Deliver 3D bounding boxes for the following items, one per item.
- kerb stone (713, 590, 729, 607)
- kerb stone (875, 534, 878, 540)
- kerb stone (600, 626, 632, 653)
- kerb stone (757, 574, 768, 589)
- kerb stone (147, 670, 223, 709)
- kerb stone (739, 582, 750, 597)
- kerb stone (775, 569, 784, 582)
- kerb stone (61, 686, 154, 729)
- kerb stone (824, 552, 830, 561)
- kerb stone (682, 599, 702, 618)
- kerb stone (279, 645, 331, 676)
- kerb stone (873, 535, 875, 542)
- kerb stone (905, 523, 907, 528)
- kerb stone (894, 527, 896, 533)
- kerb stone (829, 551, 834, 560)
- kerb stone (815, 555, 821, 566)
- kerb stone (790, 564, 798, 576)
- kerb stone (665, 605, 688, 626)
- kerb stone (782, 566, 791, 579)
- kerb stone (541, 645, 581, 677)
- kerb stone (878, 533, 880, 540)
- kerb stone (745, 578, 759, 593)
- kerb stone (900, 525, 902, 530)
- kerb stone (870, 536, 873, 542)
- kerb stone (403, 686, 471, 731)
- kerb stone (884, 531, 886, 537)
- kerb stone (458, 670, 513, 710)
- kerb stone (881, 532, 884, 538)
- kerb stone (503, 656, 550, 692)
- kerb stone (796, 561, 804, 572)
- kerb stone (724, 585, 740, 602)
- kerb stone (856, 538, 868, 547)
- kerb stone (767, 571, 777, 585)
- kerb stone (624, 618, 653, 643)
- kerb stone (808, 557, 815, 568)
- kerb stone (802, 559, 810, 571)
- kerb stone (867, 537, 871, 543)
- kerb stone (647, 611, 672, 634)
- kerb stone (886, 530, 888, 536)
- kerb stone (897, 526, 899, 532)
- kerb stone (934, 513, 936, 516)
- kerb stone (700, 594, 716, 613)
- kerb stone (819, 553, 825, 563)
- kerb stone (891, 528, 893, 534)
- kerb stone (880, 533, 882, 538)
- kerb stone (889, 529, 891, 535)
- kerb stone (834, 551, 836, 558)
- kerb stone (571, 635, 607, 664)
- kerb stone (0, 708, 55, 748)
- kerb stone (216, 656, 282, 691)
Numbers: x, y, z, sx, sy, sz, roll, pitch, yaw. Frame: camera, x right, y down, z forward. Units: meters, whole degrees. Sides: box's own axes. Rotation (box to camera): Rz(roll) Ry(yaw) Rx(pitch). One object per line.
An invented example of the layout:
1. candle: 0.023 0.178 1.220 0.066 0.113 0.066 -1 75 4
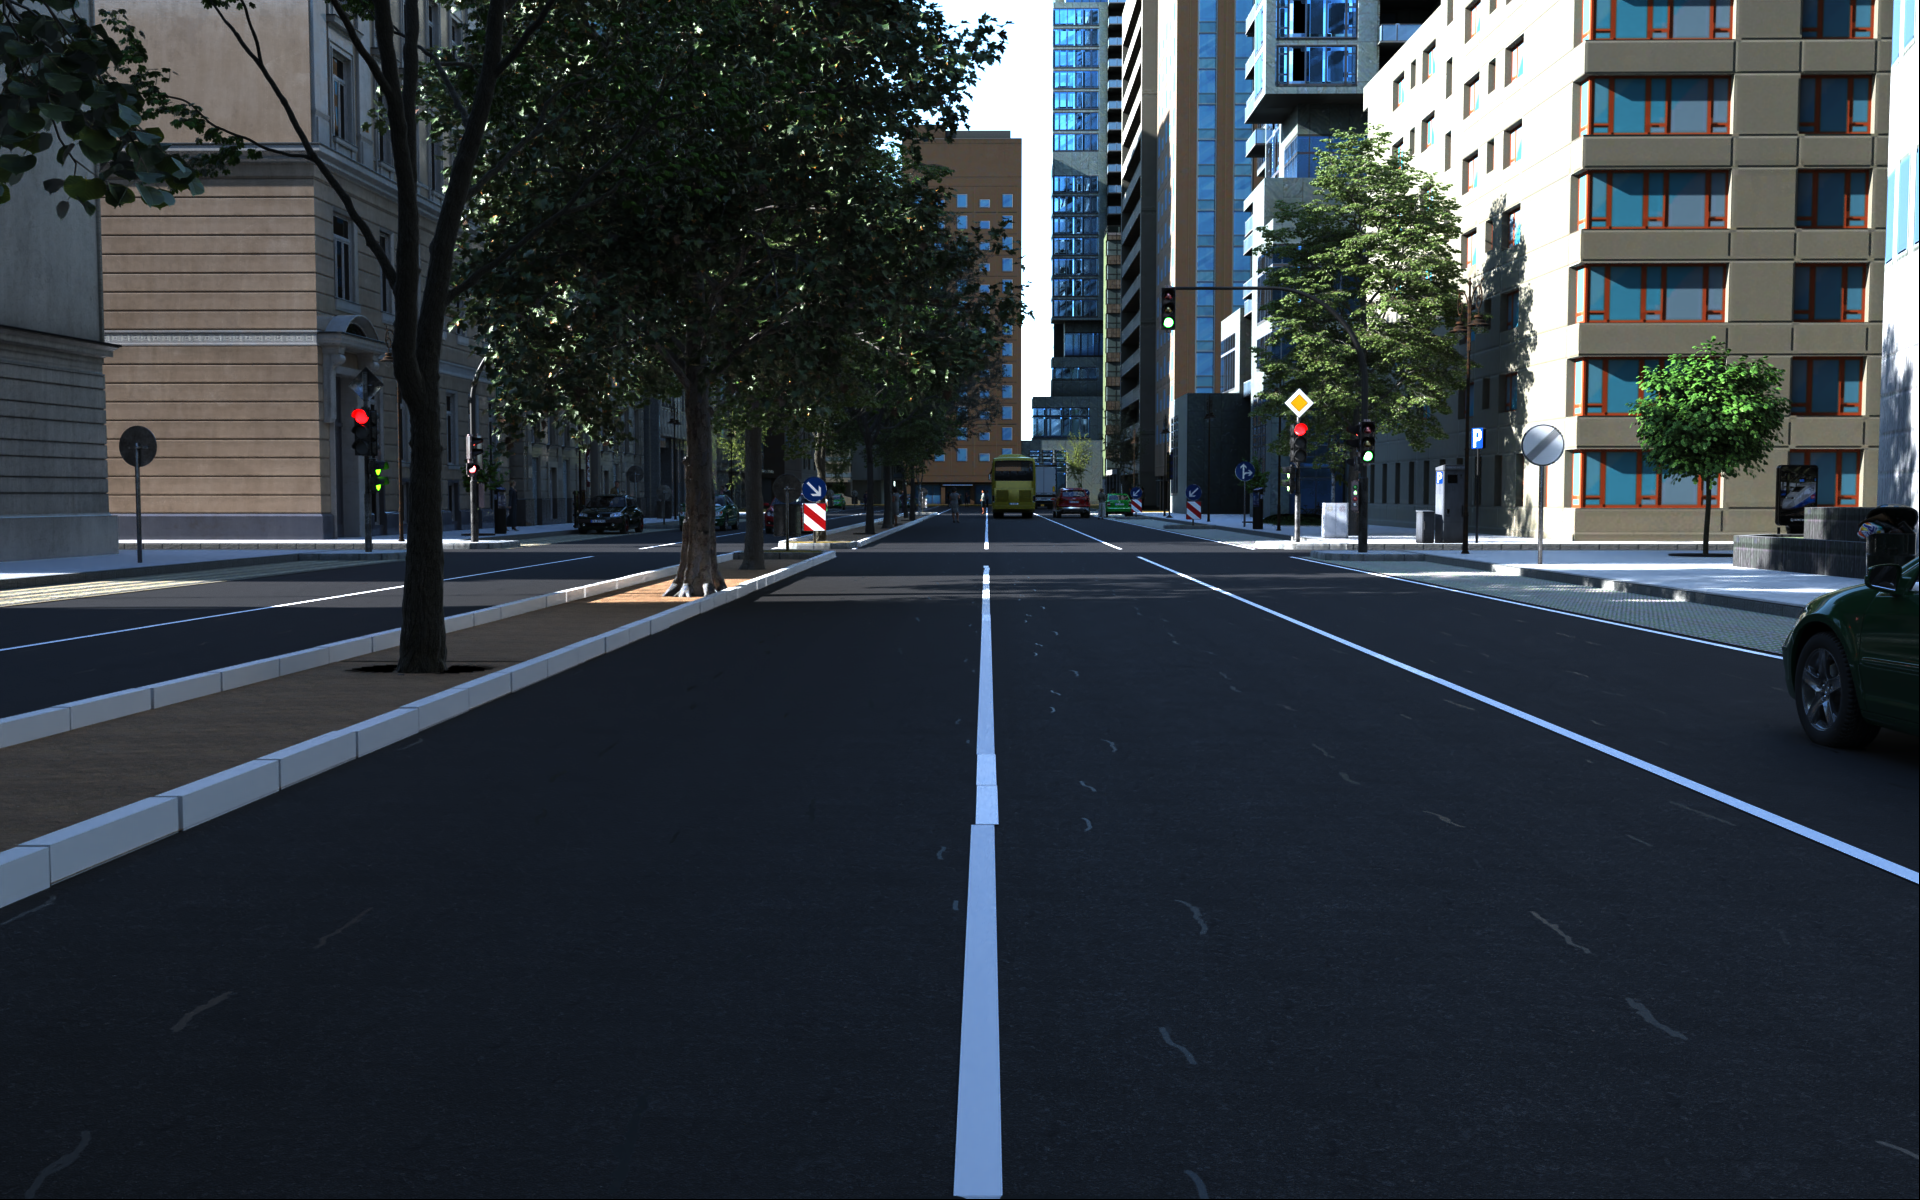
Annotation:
1. kerb stone: -3.132 0.001 22.204 0.120 0.150 1.000 0 4 1
2. kerb stone: -2.658 -1.852 52.481 0.120 0.150 1.000 0 4 1
3. kerb stone: -3.229 0.378 16.057 0.120 0.150 1.000 0 4 1
4. kerb stone: -3.071 -0.251 26.300 0.120 0.150 1.000 0 4 1
5. kerb stone: -5.392 0.627 11.974 0.120 0.150 1.000 0 4 1
6. kerb stone: -3.098 -0.113 24.249 0.120 0.150 1.000 0 4 1
7. kerb stone: -3.034 -0.371 28.344 0.120 0.150 1.000 0 4 1
8. kerb stone: -5.414 0.688 10.944 0.120 0.150 1.000 0 4 1
9. kerb stone: -2.910 -0.879 36.566 0.120 0.150 1.000 0 4 1
10. kerb stone: -3.174 0.125 20.151 0.120 0.150 1.000 0 4 1
11. kerb stone: -5.359 0.503 14.019 0.120 0.150 1.000 0 4 1
12. kerb stone: -2.684 -1.786 51.454 0.120 0.150 1.000 0 4 1
13. kerb stone: -2.374 -2.982 70.947 0.120 0.150 1.000 0 4 1
14. kerb stone: -2.495 -2.480 62.741 0.120 0.150 1.000 0 4 1
15. kerb stone: -2.895 -0.942 37.592 0.120 0.150 1.000 0 4 1
16. kerb stone: -2.938 -0.753 34.521 0.120 0.150 1.000 0 4 1
17. kerb stone: -3.006 -0.495 30.405 0.120 0.150 1.000 0 4 1
18. kerb stone: -3.184 0.188 19.126 0.120 0.150 1.000 0 4 1
19. kerb stone: -3.020 -0.439 29.369 0.120 0.150 1.000 0 4 1
20. kerb stone: -3.264 0.502 14.002 0.120 0.150 1.000 0 4 1
21. kerb stone: -2.647 -1.913 53.510 0.120 0.150 1.000 0 4 1
22. kerb stone: -3.091 -0.188 25.270 0.120 0.150 1.000 0 4 1
23. kerb stone: -2.437 -2.728 66.843 0.120 0.150 1.000 0 4 1
24. kerb stone: -2.699 -1.725 50.428 0.120 0.150 1.000 0 4 1
25. kerb stone: -3.310 0.689 10.930 0.120 0.150 1.000 0 4 1
26. kerb stone: -2.595 -2.101 56.586 0.120 0.150 1.000 0 4 1
27. kerb stone: -3.299 0.626 11.956 0.120 0.150 1.000 0 4 1
28. kerb stone: -2.619 -2.041 55.561 0.120 0.150 1.000 0 4 1
29. kerb stone: -3.279 0.564 12.979 0.120 0.150 1.000 0 4 1
30. kerb stone: -2.990 -0.565 31.431 0.120 0.150 1.000 0 4 1
31. kerb stone: -3.113 -0.063 23.226 0.120 0.150 1.000 0 4 1
32. kerb stone: -2.727 -1.600 48.376 0.120 0.150 1.000 0 4 1
33. kerb stone: -3.050 -0.314 27.322 0.120 0.150 1.000 0 4 1
34. kerb stone: -3.214 0.313 17.081 0.120 0.150 1.000 0 4 1
35. kerb stone: -2.958 -0.690 33.482 0.120 0.150 1.000 0 4 1
36. kerb stone: -2.972 -0.622 32.453 0.120 0.150 1.000 0 4 1
37. kerb stone: -2.709 -1.664 49.398 0.120 0.150 1.000 0 4 1
38. kerb stone: -3.190 0.250 18.104 0.120 0.150 1.000 0 4 1
39. kerb stone: -2.581 -2.166 57.608 0.120 0.150 1.000 0 4 1
40. kerb stone: -2.467 -2.605 64.793 0.120 0.150 1.000 0 4 1
41. kerb stone: -1.765 -5.364 109.933 0.120 0.150 1.000 0 4 1
42. kerb stone: -3.149 0.067 21.178 0.120 0.150 1.000 0 4 1
43. kerb stone: -2.921 -0.816 35.544 0.120 0.150 1.000 0 4 1
44. kerb stone: -2.537 -2.351 60.683 0.120 0.150 1.000 0 4 1
45. kerb stone: -2.626 -1.975 54.539 0.120 0.150 1.000 0 4 1
46. kerb stone: -2.552 -2.291 59.658 0.120 0.150 1.000 0 4 1
47. kerb stone: -2.875 -1.004 38.614 0.120 0.150 1.000 0 4 1
48. kerb stone: -3.252 0.439 15.024 0.120 0.150 1.000 0 4 1
49. kerb stone: -5.423 0.752 9.919 0.120 0.150 1.000 0 4 1
50. kerb stone: -5.373 0.563 12.995 0.120 0.150 1.000 0 4 1
